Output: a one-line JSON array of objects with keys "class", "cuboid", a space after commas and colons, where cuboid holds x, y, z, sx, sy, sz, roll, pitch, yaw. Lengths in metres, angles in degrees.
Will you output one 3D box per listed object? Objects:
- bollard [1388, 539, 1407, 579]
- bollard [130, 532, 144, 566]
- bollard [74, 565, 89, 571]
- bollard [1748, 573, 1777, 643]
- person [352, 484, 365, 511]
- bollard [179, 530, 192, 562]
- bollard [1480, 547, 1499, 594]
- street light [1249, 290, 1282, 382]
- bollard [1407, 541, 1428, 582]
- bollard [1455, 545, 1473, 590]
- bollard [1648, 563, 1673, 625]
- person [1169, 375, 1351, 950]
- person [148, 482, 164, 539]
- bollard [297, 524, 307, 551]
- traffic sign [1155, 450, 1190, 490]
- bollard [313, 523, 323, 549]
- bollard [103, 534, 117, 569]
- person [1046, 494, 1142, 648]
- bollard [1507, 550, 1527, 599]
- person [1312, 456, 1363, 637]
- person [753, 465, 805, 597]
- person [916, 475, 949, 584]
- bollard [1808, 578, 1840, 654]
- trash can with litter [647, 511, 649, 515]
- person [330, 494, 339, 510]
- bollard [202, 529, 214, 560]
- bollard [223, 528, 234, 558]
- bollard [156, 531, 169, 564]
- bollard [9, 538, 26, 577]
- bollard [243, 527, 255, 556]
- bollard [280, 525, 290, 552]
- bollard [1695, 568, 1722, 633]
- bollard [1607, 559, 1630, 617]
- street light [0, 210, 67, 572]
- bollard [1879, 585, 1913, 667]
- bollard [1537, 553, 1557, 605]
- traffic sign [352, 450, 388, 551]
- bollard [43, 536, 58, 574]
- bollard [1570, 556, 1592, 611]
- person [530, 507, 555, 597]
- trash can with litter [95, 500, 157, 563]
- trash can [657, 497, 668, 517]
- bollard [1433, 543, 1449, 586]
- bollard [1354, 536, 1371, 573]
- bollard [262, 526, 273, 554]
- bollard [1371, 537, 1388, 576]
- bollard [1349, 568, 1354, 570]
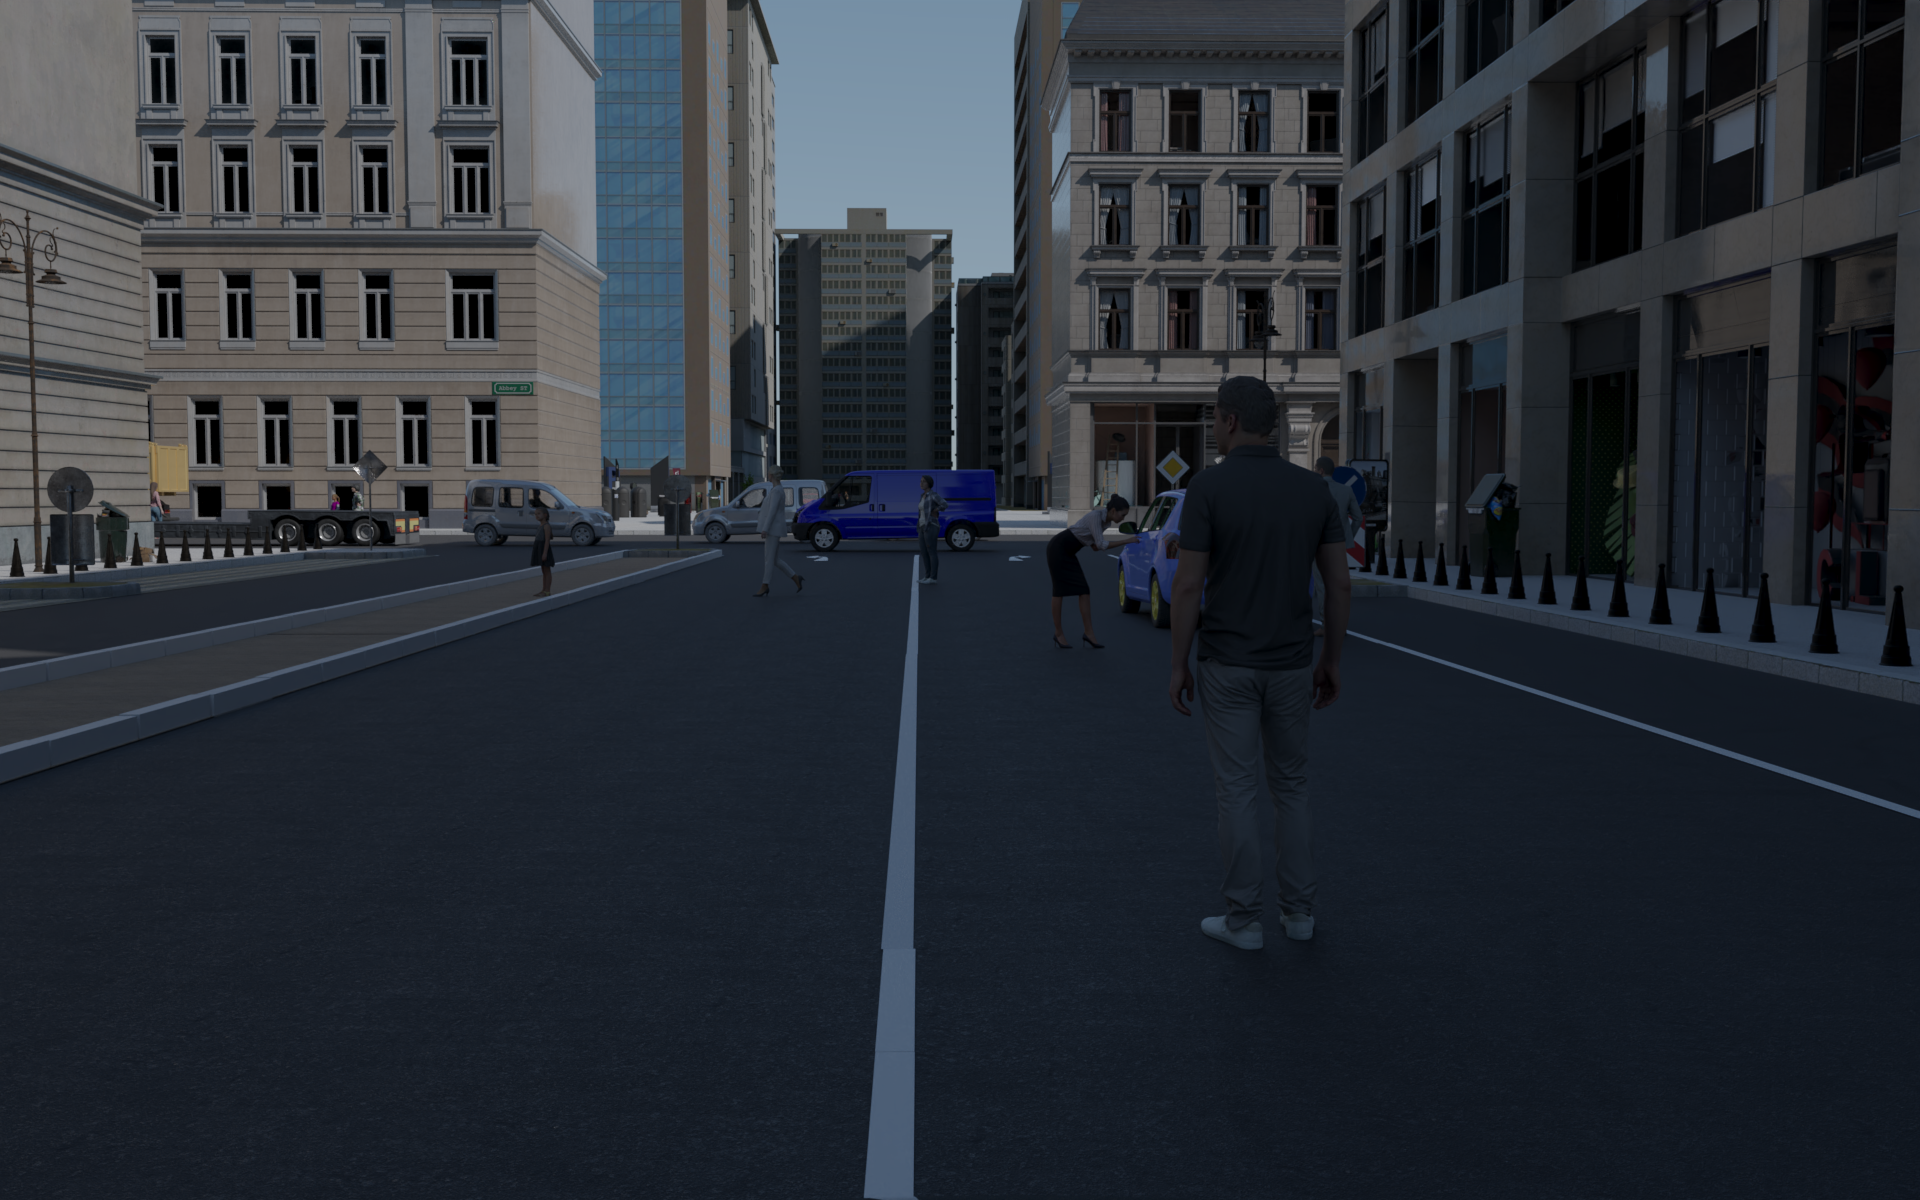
[{"class": "bollard", "cuboid": [6.696, -0.630, 26.337, 0.229, 0.601, 0.229, 0, 3, 0]}, {"class": "bollard", "cuboid": [-14.695, -0.909, 30.907, 0.229, 0.601, 0.229, 0, 3, 0]}, {"class": "bollard", "cuboid": [-14.644, -0.784, 28.854, 0.229, 0.601, 0.229, 0, 3, 0]}, {"class": "bollard", "cuboid": [6.964, 0.063, 15.010, 0.229, 0.601, 0.229, 0, 3, 0]}, {"class": "person", "cuboid": [-18.826, -2.750, 54.192, 0.376, 1.734, 0.841, -1, 4, -8]}, {"class": "bollard", "cuboid": [-14.744, -1.035, 32.963, 0.229, 0.601, 0.229, 0, 3, 0]}, {"class": "bollard", "cuboid": [6.799, -0.378, 22.220, 0.229, 0.601, 0.229, 0, 3, 0]}, {"class": "street light", "cuboid": [6.910, -4.070, 39.333, 0.468, 5.910, 1.993, 0, 4, -1]}, {"class": "bollard", "cuboid": [6.724, -0.567, 25.306, 0.229, 0.601, 0.229, 0, 3, 0]}, {"class": "bollard", "cuboid": [6.769, -0.441, 23.247, 0.229, 0.601, 0.229, 0, 3, 0]}, {"class": "bollard", "cuboid": [6.916, -0.064, 17.082, 0.229, 0.601, 0.229, 0, 3, 0]}, {"class": "person", "cuboid": [0.953, 0.187, 5.575, 0.598, 1.807, 0.434, 0, 4, -5]}, {"class": "person", "cuboid": [-25.931, -2.895, 55.848, 0.555, 1.821, 0.388, 1, 4, 10]}, {"class": "bollard", "cuboid": [-14.887, -1.415, 39.169, 0.229, 0.601, 0.229, 0, 3, 0]}, {"class": "traffic sign", "cuboid": [4.867, -2.205, 39.686, 0.795, 2.450, 0.064, 0, 4, -1]}, {"class": "bollard", "cuboid": [-14.912, -1.478, 40.199, 0.229, 0.601, 0.229, 0, 3, 0]}, {"class": "bollard", "cuboid": [-14.667, -0.846, 29.880, 0.229, 0.601, 0.229, 0, 3, 0]}, {"class": "person", "cuboid": [1.214, -0.267, 16.057, 0.799, 1.438, 0.628, -1, 4, -11]}, {"class": "bollard", "cuboid": [6.818, -0.315, 21.192, 0.229, 0.601, 0.229, 0, 3, 0]}, {"class": "person", "cuboid": [3.710, -0.540, 17.421, 0.635, 1.810, 0.391, -2, 4, -27]}, {"class": "person", "cuboid": [-2.544, -0.977, 24.358, 0.818, 1.842, 0.514, -1, 4, -23]}, {"class": "person", "cuboid": [-0.480, -1.128, 27.664, 0.376, 1.734, 0.841, -1, 4, -18]}, {"class": "bollard", "cuboid": [6.983, 0.126, 13.981, 0.229, 0.601, 0.229, 0, 3, 0]}, {"class": "trash can with litter", "cuboid": [-19.703, -5.907, 107.964, 0.624, 1.170, 1.055, -2, 4, -34]}, {"class": "person", "cuboid": [-19.857, -2.622, 54.611, 0.726, 1.435, 0.776, 3, 5, 40]}, {"class": "bollard", "cuboid": [-14.765, -1.098, 33.989, 0.229, 0.601, 0.229, 0, 3, 0]}, {"class": "bollard", "cuboid": [-14.789, -1.160, 35.016, 0.229, 0.601, 0.229, 0, 3, 0]}, {"class": "bollard", "cuboid": [-14.715, -0.972, 31.933, 0.229, 0.601, 0.229, 0, 3, 0]}, {"class": "bollard", "cuboid": [-14.600, -0.658, 26.801, 0.229, 0.601, 0.229, 0, 3, 0]}, {"class": "bollard", "cuboid": [-14.815, -1.224, 36.052, 0.229, 0.601, 0.229, 0, 3, 0]}, {"class": "bollard", "cuboid": [-14.862, -1.350, 38.121, 0.229, 0.601, 0.229, 0, 3, 0]}, {"class": "bollard", "cuboid": [6.939, 0.000, 16.037, 0.229, 0.601, 0.229, 0, 3, 0]}, {"class": "bollard", "cuboid": [6.892, -0.126, 18.109, 0.229, 0.601, 0.229, 0, 3, 0]}, {"class": "street light", "cuboid": [-15.167, -3.398, 28.343, 0.468, 5.910, 1.993, 0, 4, -1]}, {"class": "bollard", "cuboid": [7.010, 0.189, 12.952, 0.229, 0.601, 0.229, 0, 3, 0]}, {"class": "bollard", "cuboid": [6.843, -0.252, 20.161, 0.229, 0.601, 0.229, 0, 3, 0]}, {"class": "traffic sign", "cuboid": [-13.373, -2.180, 39.282, 0.795, 2.450, 0.064, 0, 4, -1]}, {"class": "bollard", "cuboid": [-14.624, -0.721, 27.827, 0.229, 0.601, 0.229, 0, 3, 0]}, {"class": "bollard", "cuboid": [6.865, -0.189, 19.135, 0.229, 0.601, 0.229, 0, 3, 0]}, {"class": "person", "cuboid": [-5.817, -0.668, 24.095, 0.373, 1.253, 0.362, -2, 4, -32]}, {"class": "trash can with litter", "cuboid": [-15.647, -1.294, 32.545, 1.055, 1.170, 0.624, -1, 4, -14]}, {"class": "trash can", "cuboid": [-16.849, -5.296, 98.251, 0.748, 1.137, 0.748, 0, 3, 0]}, {"class": "bollard", "cuboid": [6.746, -0.504, 24.280, 0.229, 0.601, 0.229, 0, 3, 0]}, {"class": "bollard", "cuboid": [6.652, -0.756, 28.408, 0.229, 0.601, 0.229, 0, 3, 0]}, {"class": "bollard", "cuboid": [-14.836, -1.287, 37.092, 0.229, 0.601, 0.229, 0, 3, 0]}, {"class": "bollard", "cuboid": [6.675, -0.692, 27.363, 0.229, 0.601, 0.229, 0, 3, 0]}, {"class": "bollard", "cuboid": [6.629, -0.819, 29.435, 0.229, 0.601, 0.229, 0, 3, 0]}]
